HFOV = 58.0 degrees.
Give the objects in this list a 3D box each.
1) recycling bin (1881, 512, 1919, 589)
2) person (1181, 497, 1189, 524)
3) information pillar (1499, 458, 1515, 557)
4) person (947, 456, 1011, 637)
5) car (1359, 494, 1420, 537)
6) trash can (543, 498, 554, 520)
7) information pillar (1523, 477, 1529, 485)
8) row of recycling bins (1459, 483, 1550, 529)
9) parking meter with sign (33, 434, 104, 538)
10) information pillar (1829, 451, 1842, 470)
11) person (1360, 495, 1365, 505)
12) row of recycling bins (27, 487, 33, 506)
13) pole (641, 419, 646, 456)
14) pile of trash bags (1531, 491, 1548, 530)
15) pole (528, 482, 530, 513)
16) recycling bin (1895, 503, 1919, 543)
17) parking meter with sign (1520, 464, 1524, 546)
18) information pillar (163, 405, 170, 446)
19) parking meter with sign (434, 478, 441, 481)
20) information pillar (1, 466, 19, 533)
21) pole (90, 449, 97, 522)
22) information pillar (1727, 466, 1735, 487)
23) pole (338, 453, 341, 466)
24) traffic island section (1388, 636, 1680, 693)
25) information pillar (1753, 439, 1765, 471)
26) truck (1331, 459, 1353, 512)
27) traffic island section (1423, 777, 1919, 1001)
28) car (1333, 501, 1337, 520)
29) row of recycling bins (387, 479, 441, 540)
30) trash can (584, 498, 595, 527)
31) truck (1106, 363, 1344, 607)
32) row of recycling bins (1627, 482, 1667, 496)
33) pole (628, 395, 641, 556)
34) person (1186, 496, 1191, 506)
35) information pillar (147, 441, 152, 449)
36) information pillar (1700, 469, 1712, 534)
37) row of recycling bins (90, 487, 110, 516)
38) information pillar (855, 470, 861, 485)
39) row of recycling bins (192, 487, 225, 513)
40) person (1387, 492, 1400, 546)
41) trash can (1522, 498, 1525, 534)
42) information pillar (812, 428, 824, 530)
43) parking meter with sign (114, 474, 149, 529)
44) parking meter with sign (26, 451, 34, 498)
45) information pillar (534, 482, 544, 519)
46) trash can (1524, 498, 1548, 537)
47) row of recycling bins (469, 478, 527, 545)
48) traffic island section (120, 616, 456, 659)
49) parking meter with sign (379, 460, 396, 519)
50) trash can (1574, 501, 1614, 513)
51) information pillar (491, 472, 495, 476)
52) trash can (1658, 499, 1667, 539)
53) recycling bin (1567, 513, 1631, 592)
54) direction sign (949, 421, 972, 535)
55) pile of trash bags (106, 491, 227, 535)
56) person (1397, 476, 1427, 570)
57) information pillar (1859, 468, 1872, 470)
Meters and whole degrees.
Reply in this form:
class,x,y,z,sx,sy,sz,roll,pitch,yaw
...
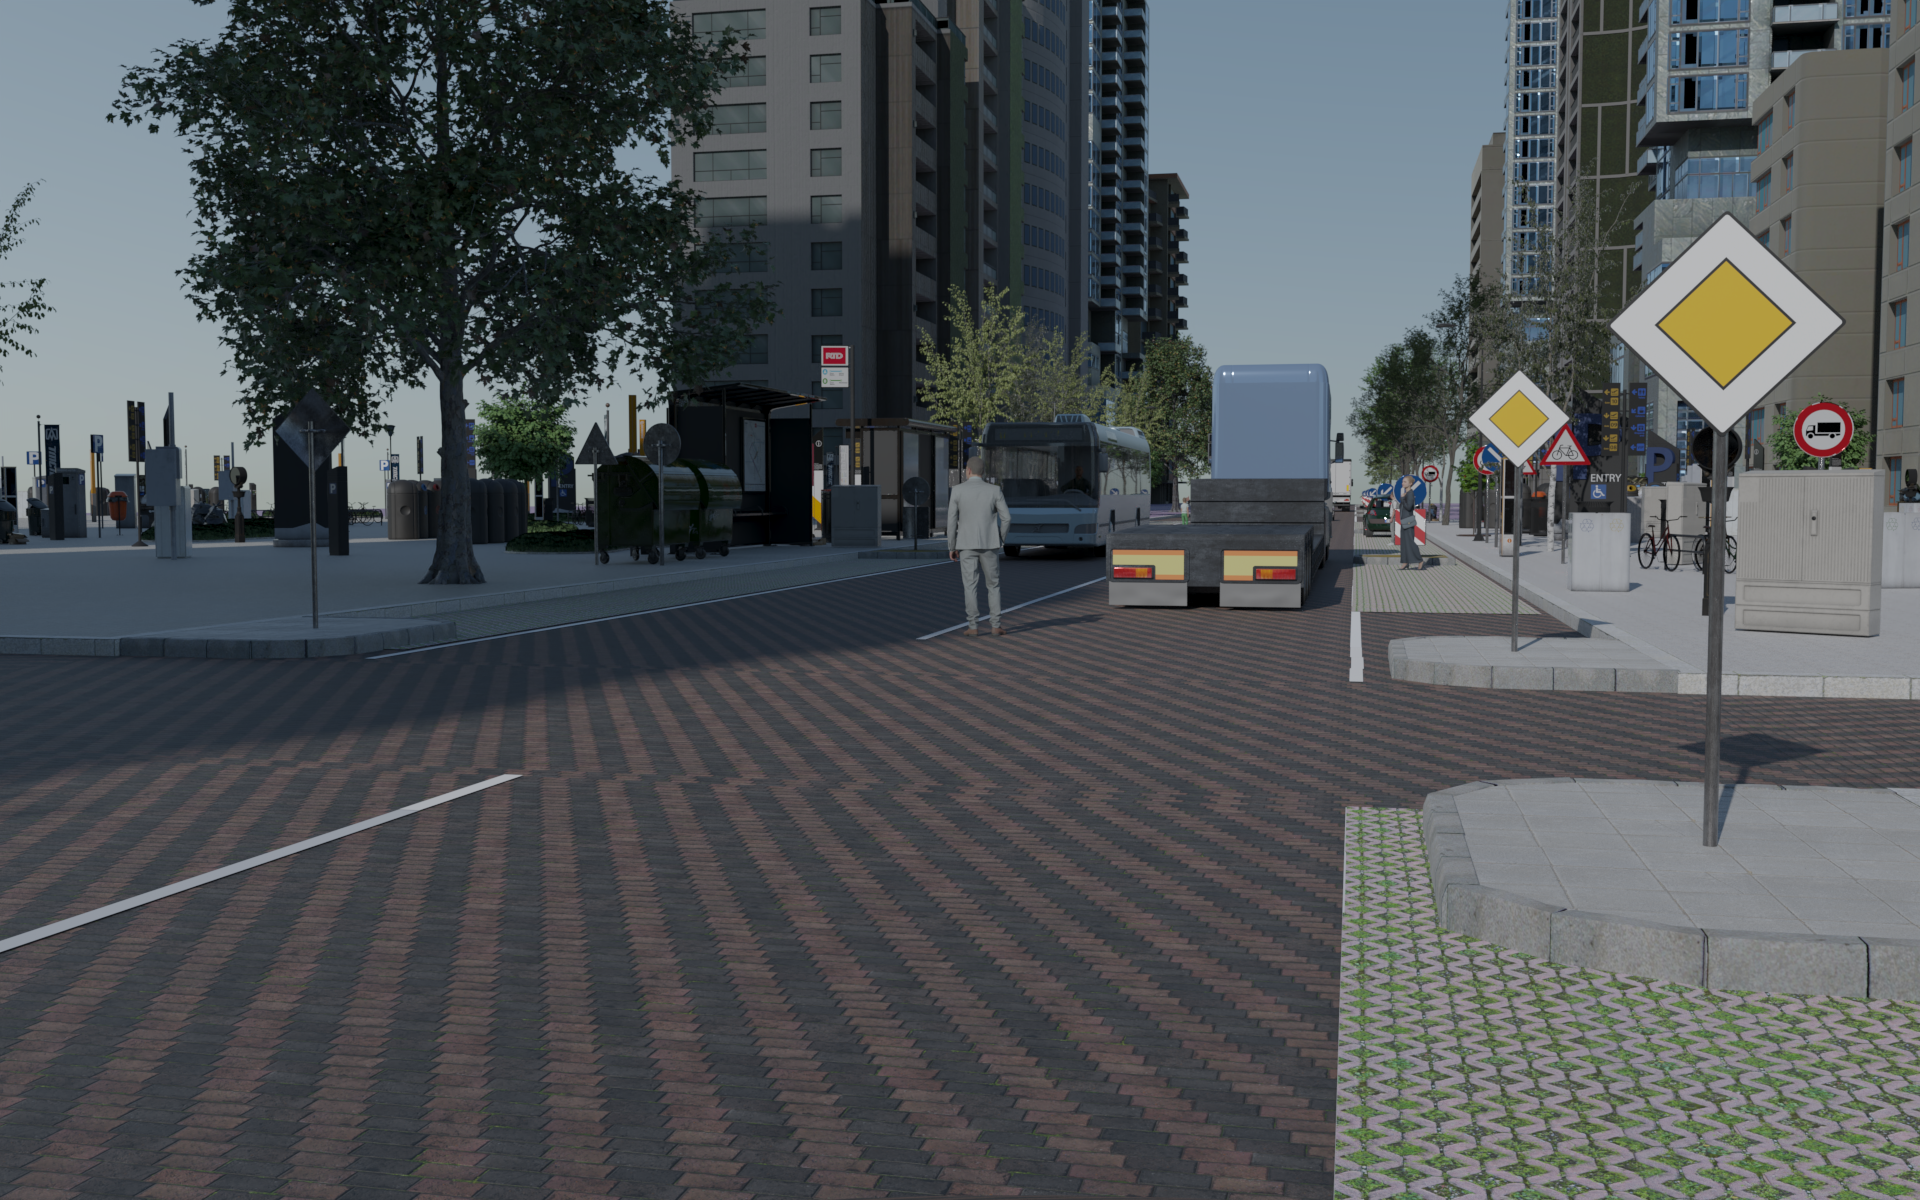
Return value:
class,x,y,z,sx,sy,sz,roll,pitch,yaw
recycling bin,12.751,-0.690,23.830,0.722,1.027,0.722,0,4,-6
person,8.760,-3.347,67.471,0.306,1.304,0.590,0,4,6
information pillar,11.171,-1.882,35.255,0.304,2.012,0.304,0,4,7
person,0.192,-0.544,17.488,0.635,1.810,0.391,-1,4,-10
car,14.446,-2.956,58.118,2.009,1.686,4.222,1,4,11
trash can,-15.571,-3.259,64.934,0.748,1.137,0.748,0,3,0
information pillar,24.575,-4.344,75.518,0.304,2.012,0.304,2,4,35
row of recycling bins,20.360,-3.497,64.288,3.534,1.692,1.069,1,4,17
parking meter with sign,-26.039,-3.332,50.733,1.738,3.016,0.543,0,4,4
information pillar,26.722,-3.763,52.872,0.504,3.616,0.183,-2,4,-28
person,50.459,-12.672,216.422,1.217,1.736,0.721,-1,4,-23
row of recycling bins,-42.617,-4.520,81.008,1.069,1.692,3.534,0,4,-6
pole,-8.665,-3.276,47.402,0.158,3.312,0.155,0,3,0
pile of trash bags,21.111,-3.143,61.143,1.912,1.369,3.447,3,5,44
pole,-23.069,-6.029,92.419,0.158,3.312,0.155,0,3,0
recycling bin,26.532,-2.165,47.954,0.722,1.027,0.722,0,4,-6
parking meter with sign,13.779,-2.867,43.144,0.543,3.016,1.738,1,4,19
information pillar,-20.500,-3.276,44.910,0.183,3.616,0.504,0,4,-6
parking meter with sign,-24.730,-5.287,82.708,1.738,3.016,0.543,2,4,29
information pillar,-25.298,-2.545,46.105,0.304,2.012,0.304,3,5,43
pole,-39.595,-5.215,79.110,0.158,3.312,0.155,0,3,0
information pillar,36.906,-5.599,82.903,0.183,3.616,0.504,0,4,-4
pole,-30.921,-5.669,86.524,0.158,3.312,0.155,0,3,0
traffic island section,4.535,0.500,14.111,2.009,0.180,2.903,1,4,13
information pillar,33.618,-4.992,72.973,0.183,3.616,0.504,-2,4,-26
truck,31.137,-9.453,143.466,2.839,4.237,11.283,1,4,12
traffic island section,2.757,0.976,6.326,2.009,0.180,2.903,1,4,13
car,19.268,-5.109,93.318,2.009,1.686,4.222,1,4,15
row of recycling bins,-15.634,-2.632,50.138,1.069,1.692,3.534,0,4,5
trash can,-14.205,-3.395,67.158,0.748,1.137,0.748,0,3,0
truck,5.107,-2.478,30.278,2.967,4.110,18.799,1,4,13
row of recycling bins,23.360,-3.057,57.095,3.534,1.692,1.069,2,4,26
pole,-6.724,-2.558,35.661,0.158,3.312,0.155,0,3,0
person,5.615,-1.995,41.298,0.466,1.800,0.511,0,4,0
information pillar,-35.527,-5.178,76.012,0.183,3.616,0.504,-3,5,-40
information pillar,16.199,-2.013,37.400,0.304,2.012,0.304,-2,4,-26
row of recycling bins,-50.981,-5.844,102.656,1.069,1.692,3.534,-1,4,-22
information pillar,-4.311,-5.048,73.884,0.504,3.616,0.183,1,4,11
row of recycling bins,-42.066,-5.352,94.625,3.534,1.692,1.069,-1,4,-15
person,12.053,-2.261,48.059,0.523,1.515,0.503,0,4,-7
trash can,18.222,-2.707,55.907,0.748,1.137,0.748,0,3,0
information pillar,-5.061,-4.283,61.375,0.504,3.616,0.183,1,4,10
parking meter with sign,-31.126,-4.181,64.615,1.738,3.016,0.543,-1,4,-15
parking meter with sign,-37.178,-4.505,69.915,0.543,3.016,1.738,-3,4,-38
information pillar,-14.994,-3.497,61.675,0.304,2.012,0.304,-1,4,-16
trash can,17.543,-2.482,52.233,0.748,1.137,0.748,0,3,0
row of recycling bins,-12.315,-2.357,45.642,1.069,1.692,3.534,0,4,7
traffic island section,-6.180,0.350,16.554,2.009,0.180,2.903,1,4,13
parking meter with sign,-29.238,-5.693,89.349,0.543,3.016,1.738,1,4,10
trash can,12.622,-1.398,34.507,0.748,1.137,0.748,0,3,0
information pillar,-25.777,-6.415,96.237,0.504,3.616,0.183,-1,4,-20
trash can,19.368,-2.167,47.081,0.748,1.137,0.748,0,3,0
recycling bin,8.500,-0.642,23.055,0.722,1.027,0.722,1,4,15
direction sign,0.012,-3.793,54.016,0.876,3.537,0.379,-3,4,-36
pile of trash bags,-25.087,-2.756,54.806,3.447,1.369,1.912,-2,4,-33
person,8.413,-1.433,32.352,0.534,1.772,0.576,-1,4,-10
information pillar,25.837,-2.750,49.455,0.304,2.012,0.304,2,4,32
